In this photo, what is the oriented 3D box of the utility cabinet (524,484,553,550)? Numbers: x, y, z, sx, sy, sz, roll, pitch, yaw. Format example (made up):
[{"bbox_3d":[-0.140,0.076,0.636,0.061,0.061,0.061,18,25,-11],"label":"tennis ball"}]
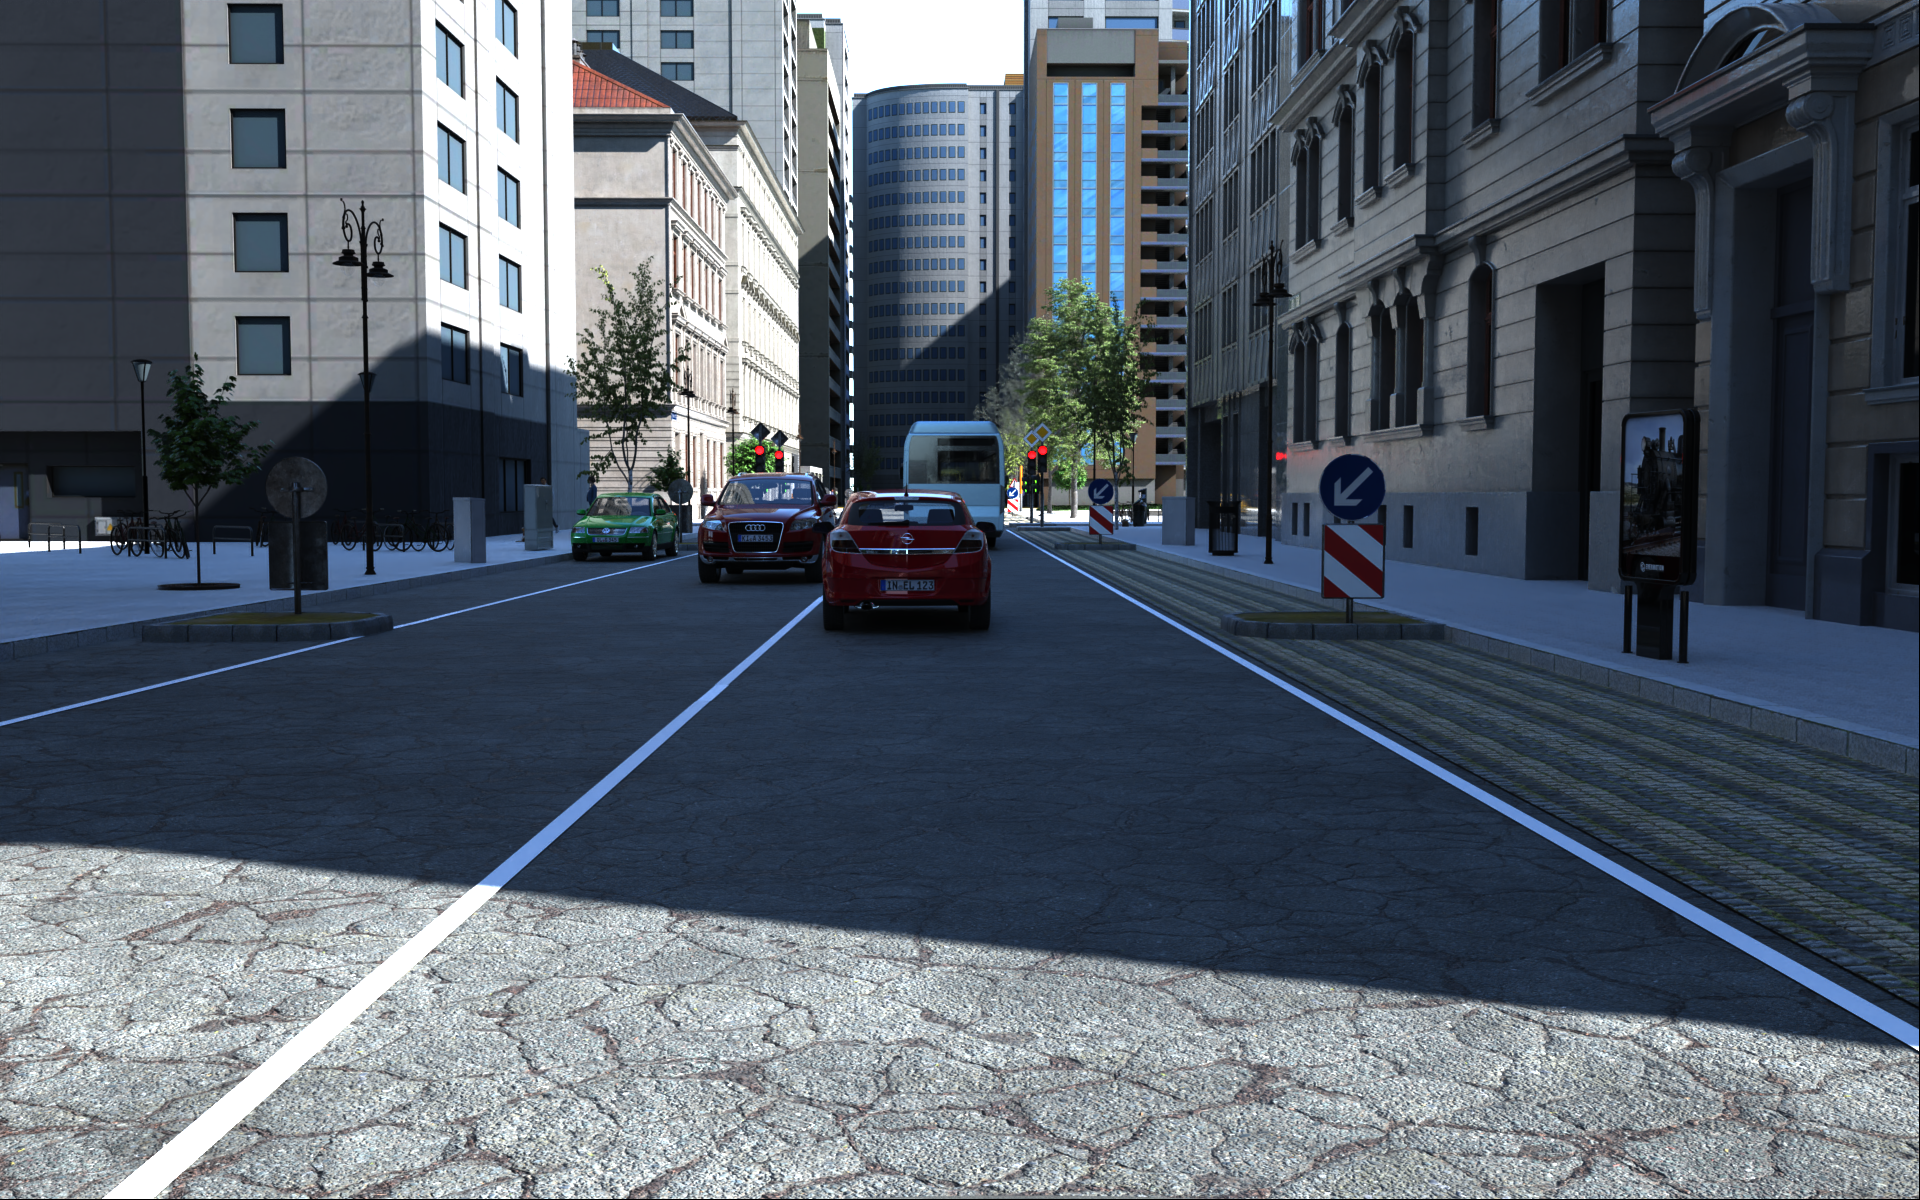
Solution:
[{"bbox_3d":[-9.635,-1.894,39.654,0.318,1.500,1.173,0,4,4],"label":"utility cabinet"}]

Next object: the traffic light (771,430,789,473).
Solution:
[{"bbox_3d":[-7.846,-5.299,75.561,0.839,4.253,0.868,0,4,-1],"label":"traffic light"}]

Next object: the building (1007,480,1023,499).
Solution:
[{"bbox_3d":[22.149,-31.862,212.818,32.217,40.220,23.993,0,4,-1],"label":"building"}]

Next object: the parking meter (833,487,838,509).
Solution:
[{"bbox_3d":[-10.703,-8.754,148.841,0.255,1.863,0.399,-3,4,-37],"label":"parking meter"}]

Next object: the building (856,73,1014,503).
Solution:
[{"bbox_3d":[-0.976,-43.053,245.917,28.212,58.520,21.231,0,4,-1],"label":"building"}]

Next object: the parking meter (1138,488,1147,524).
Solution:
[{"bbox_3d":[7.889,-4.068,74.919,0.372,1.533,0.369,0,3,0],"label":"parking meter"}]

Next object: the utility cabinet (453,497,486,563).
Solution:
[{"bbox_3d":[-9.206,-1.307,32.530,0.306,1.237,1.020,-2,4,-34],"label":"utility cabinet"}]

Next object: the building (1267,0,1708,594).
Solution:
[{"bbox_3d":[14.553,-14.989,32.463,14.401,28.519,23.554,0,4,-1],"label":"building"}]

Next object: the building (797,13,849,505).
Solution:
[{"bbox_3d":[-27.799,-40.973,211.915,28.212,58.520,21.231,0,4,-1],"label":"building"}]

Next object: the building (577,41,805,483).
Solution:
[{"bbox_3d":[-20.823,-21.062,120.782,17.030,29.872,44.131,0,4,-1],"label":"building"}]

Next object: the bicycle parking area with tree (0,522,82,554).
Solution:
[{"bbox_3d":[-25.489,-3.207,39.441,8.231,4.147,9.016,-3,4,-39],"label":"bicycle parking area with tree"}]

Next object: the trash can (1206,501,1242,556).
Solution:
[{"bbox_3d":[5.498,-1.498,36.144,0.748,1.137,0.748,0,3,0],"label":"trash can"}]

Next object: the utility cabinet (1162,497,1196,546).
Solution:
[{"bbox_3d":[5.499,-1.982,43.563,0.306,1.237,1.020,-2,4,-30],"label":"utility cabinet"}]

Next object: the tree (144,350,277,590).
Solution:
[{"bbox_3d":[-10.312,-1.757,23.324,1.663,3.219,1.824,0,3,0],"label":"tree"}]

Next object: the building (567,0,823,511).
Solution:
[{"bbox_3d":[-23.380,-44.122,159.639,20.563,71.187,20.611,0,4,-1],"label":"building"}]

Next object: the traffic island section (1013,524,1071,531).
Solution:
[{"bbox_3d":[3.236,-2.785,67.817,2.009,0.180,2.903,0,4,-1],"label":"traffic island section"}]

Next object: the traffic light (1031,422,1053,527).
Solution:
[{"bbox_3d":[3.196,-4.818,67.703,0.839,4.253,0.868,0,4,-1],"label":"traffic light"}]

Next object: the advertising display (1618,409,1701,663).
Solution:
[{"bbox_3d":[5.442,-0.508,13.522,0.123,1.923,0.974,0,4,-7],"label":"advertising display"}]

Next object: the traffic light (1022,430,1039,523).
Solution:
[{"bbox_3d":[3.115,-5.307,75.688,0.839,4.253,0.868,0,4,-1],"label":"traffic light"}]

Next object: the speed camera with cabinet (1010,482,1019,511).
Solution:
[{"bbox_3d":[4.304,-8.503,133.365,0.660,3.252,2.038,0,4,-7],"label":"speed camera with cabinet"}]

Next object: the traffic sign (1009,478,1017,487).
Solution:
[{"bbox_3d":[4.334,-8.427,137.784,0.884,2.594,0.081,0,4,4],"label":"traffic sign"}]

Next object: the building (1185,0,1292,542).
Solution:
[{"bbox_3d":[14.574,-14.465,54.526,12.078,24.808,19.932,0,4,-1],"label":"building"}]

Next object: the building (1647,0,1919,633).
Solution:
[{"bbox_3d":[15.019,-13.733,10.432,13.634,28.700,20.117,0,4,-1],"label":"building"}]

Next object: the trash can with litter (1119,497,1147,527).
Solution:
[{"bbox_3d":[6.806,-3.477,68.231,1.055,1.170,0.624,0,4,2],"label":"trash can with litter"}]

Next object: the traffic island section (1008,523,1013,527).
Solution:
[{"bbox_3d":[3.155,-3.273,75.802,2.009,0.180,2.903,0,4,-1],"label":"traffic island section"}]

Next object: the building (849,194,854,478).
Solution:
[{"bbox_3d":[-30.389,-38.372,246.983,30.456,49.044,23.786,0,4,-1],"label":"building"}]

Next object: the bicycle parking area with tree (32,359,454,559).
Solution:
[{"bbox_3d":[-15.597,-3.168,38.805,8.231,4.147,9.016,-2,4,-34],"label":"bicycle parking area with tree"}]

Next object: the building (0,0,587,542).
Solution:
[{"bbox_3d":[-24.406,-37.669,54.144,20.611,71.187,20.563,0,4,-1],"label":"building"}]

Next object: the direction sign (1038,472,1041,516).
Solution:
[{"bbox_3d":[4.680,-6.613,100.116,0.379,3.537,0.876,1,4,20],"label":"direction sign"}]

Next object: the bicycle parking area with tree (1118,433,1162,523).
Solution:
[{"bbox_3d":[10.654,-5.768,81.310,8.231,4.147,9.016,0,4,4],"label":"bicycle parking area with tree"}]

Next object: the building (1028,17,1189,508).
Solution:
[{"bbox_3d":[13.785,-31.485,164.892,14.600,45.320,14.200,0,4,-1],"label":"building"}]

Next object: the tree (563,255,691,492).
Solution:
[{"bbox_3d":[-10.357,-6.339,54.000,4.737,8.622,4.395,0,3,0],"label":"tree"}]

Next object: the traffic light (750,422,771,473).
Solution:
[{"bbox_3d":[-7.765,-4.811,67.576,0.839,4.253,0.868,0,4,-1],"label":"traffic light"}]

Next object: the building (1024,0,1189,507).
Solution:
[{"bbox_3d":[17.264,-39.370,185.692,21.231,58.520,28.212,0,4,-1],"label":"building"}]

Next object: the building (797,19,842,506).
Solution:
[{"bbox_3d":[-23.784,-34.137,181.849,21.300,48.544,21.600,0,4,-1],"label":"building"}]

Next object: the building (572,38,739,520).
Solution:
[{"bbox_3d":[-18.146,-15.376,87.555,11.583,22.565,21.152,0,4,-1],"label":"building"}]

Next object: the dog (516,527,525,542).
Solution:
[{"bbox_3d":[-11.504,-1.737,46.129,0.550,0.427,0.748,-2,4,-27],"label":"dog"}]
